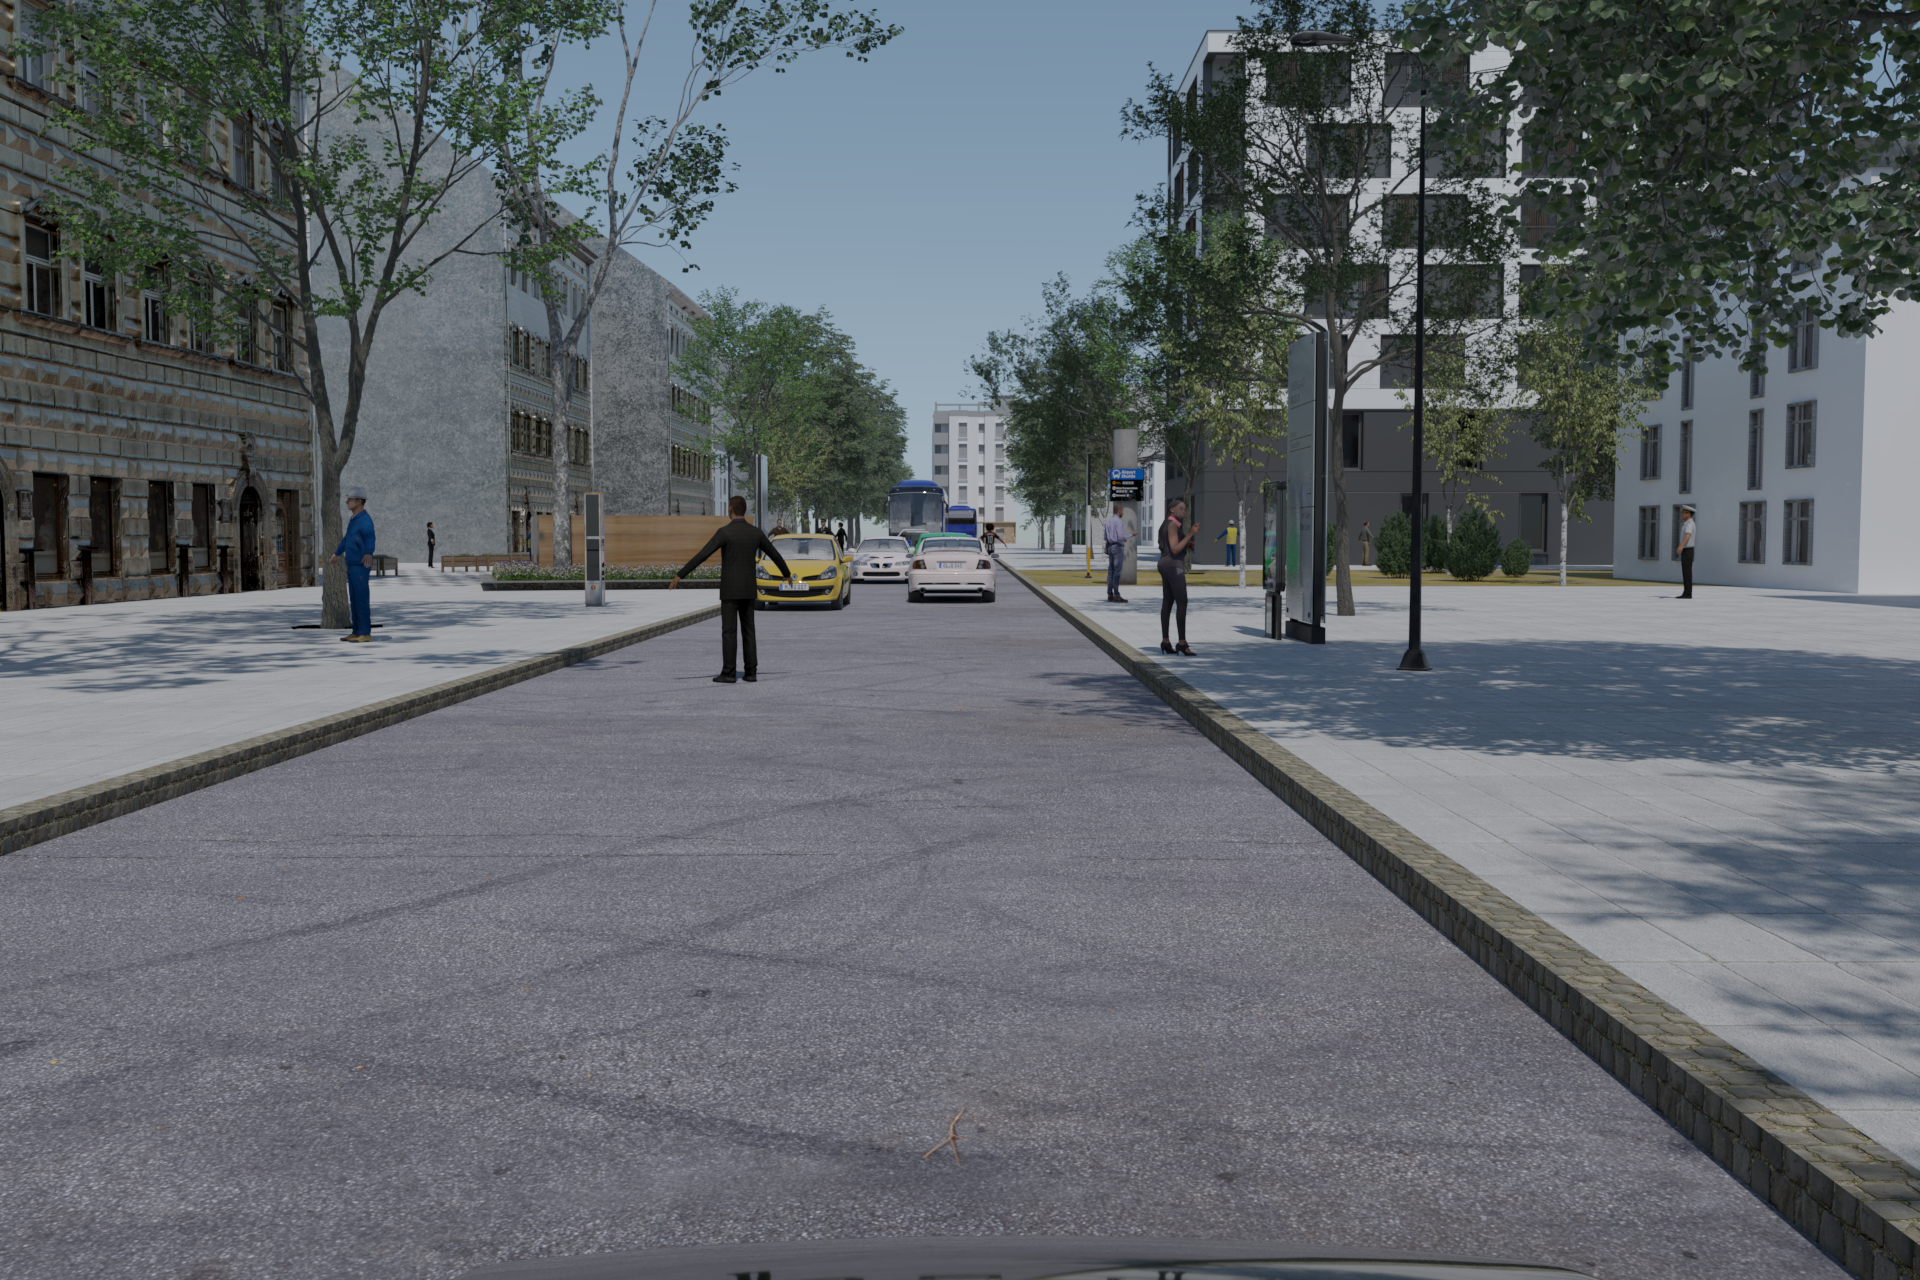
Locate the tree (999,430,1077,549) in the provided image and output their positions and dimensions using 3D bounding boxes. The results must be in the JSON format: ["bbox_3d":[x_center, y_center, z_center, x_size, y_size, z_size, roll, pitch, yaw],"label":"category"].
[{"bbox_3d":[7.144,-13.585,147.877,9.928,11.665,9.643,0,3,0],"label":"tree"}]

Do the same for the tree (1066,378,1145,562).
[{"bbox_3d":[6.524,-7.858,78.835,4.360,8.622,3.978,0,3,0],"label":"tree"}]

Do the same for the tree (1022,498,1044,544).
[{"bbox_3d":[11.027,-17.298,233.180,4.360,8.622,3.978,0,3,0],"label":"tree"}]

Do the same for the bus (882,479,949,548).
[{"bbox_3d":[-1.908,-5.514,81.695,2.896,3.916,12.251,0,4,0],"label":"bus"}]

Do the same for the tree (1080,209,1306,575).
[{"bbox_3d":[7.354,-7.897,54.870,9.928,11.665,9.643,0,3,0],"label":"tree"}]

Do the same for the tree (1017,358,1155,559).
[{"bbox_3d":[6.339,-9.375,87.701,7.601,10.594,8.767,0,4,7],"label":"tree"}]

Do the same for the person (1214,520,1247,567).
[{"bbox_3d":[10.675,-3.809,68.241,1.349,1.833,0.705,-1,4,-9],"label":"person"}]

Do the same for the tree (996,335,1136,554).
[{"bbox_3d":[6.810,-12.408,109.524,9.857,13.997,8.962,0,3,0],"label":"tree"}]

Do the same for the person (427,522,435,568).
[{"bbox_3d":[-19.844,-3.578,65.219,0.721,1.740,1.216,-1,4,-15],"label":"person"}]

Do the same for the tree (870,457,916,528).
[{"bbox_3d":[-8.839,-19.407,235.432,7.486,12.596,7.792,0,3,0],"label":"tree"}]

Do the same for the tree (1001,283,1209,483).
[{"bbox_3d":[5.827,-7.961,64.568,7.601,10.594,8.767,2,4,34],"label":"tree"}]

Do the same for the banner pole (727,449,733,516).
[{"bbox_3d":[-6.822,-3.762,51.524,0.401,3.779,0.863,0,4,2],"label":"banner pole"}]

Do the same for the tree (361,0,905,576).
[{"bbox_3d":[-8.044,-11.200,39.015,12.611,20.169,13.585,0,3,0],"label":"tree"}]

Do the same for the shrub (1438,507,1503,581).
[{"bbox_3d":[13.859,-2.604,46.998,1.690,2.028,1.600,0,3,0],"label":"shrub"}]

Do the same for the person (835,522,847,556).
[{"bbox_3d":[-5.266,-4.277,76.121,0.705,1.806,1.347,2,4,26],"label":"person"}]

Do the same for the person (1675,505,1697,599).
[{"bbox_3d":[14.398,-1.747,34.360,0.704,1.855,1.343,2,4,27],"label":"person"}]

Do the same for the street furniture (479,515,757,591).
[{"bbox_3d":[-9.231,-2.161,42.186,9.812,1.723,11.010,-1,4,-16],"label":"street furniture"}]

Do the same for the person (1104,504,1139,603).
[{"bbox_3d":[3.044,-1.630,32.565,0.599,1.838,0.709,-2,4,-24],"label":"person"}]

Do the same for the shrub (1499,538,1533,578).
[{"bbox_3d":[16.425,-2.450,51.167,1.383,1.207,1.383,0,3,0],"label":"shrub"}]

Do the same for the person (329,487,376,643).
[{"bbox_3d":[-7.169,-0.898,20.558,0.705,1.842,1.347,-3,4,-37],"label":"person"}]

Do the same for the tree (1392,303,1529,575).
[{"bbox_3d":[15.395,-6.340,54.022,4.737,8.622,4.395,0,3,0],"label":"tree"}]

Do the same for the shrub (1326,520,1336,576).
[{"bbox_3d":[9.879,-2.727,48.632,1.661,2.075,1.752,0,3,0],"label":"shrub"}]

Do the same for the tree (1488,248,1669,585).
[{"bbox_3d":[15.329,-5.670,43.060,4.737,8.622,4.395,0,3,0],"label":"tree"}]

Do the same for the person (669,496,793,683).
[{"bbox_3d":[-2.161,-0.493,16.750,1.346,1.802,0.704,-3,4,-37],"label":"person"}]

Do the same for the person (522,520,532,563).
[{"bbox_3d":[-13.084,-2.835,52.820,0.721,1.772,1.216,0,4,6],"label":"person"}]

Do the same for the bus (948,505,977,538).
[{"bbox_3d":[0.021,-9.552,147.714,2.896,3.916,12.251,0,4,-1],"label":"bus"}]

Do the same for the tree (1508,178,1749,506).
[{"bbox_3d":[23.725,-9.362,59.723,9.857,13.997,8.962,0,3,0],"label":"tree"}]

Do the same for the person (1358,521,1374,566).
[{"bbox_3d":[16.321,-3.868,69.512,0.705,1.796,1.348,-1,4,-18],"label":"person"}]

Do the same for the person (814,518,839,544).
[{"bbox_3d":[-4.762,-3.321,60.230,1.347,1.837,0.705,2,4,27],"label":"person"}]

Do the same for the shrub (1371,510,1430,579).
[{"bbox_3d":[12.705,-2.786,49.979,1.690,2.028,1.600,0,3,0],"label":"shrub"}]

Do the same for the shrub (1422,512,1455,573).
[{"bbox_3d":[15.806,-3.241,57.411,1.690,2.028,1.600,0,3,0],"label":"shrub"}]

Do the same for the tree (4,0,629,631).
[{"bbox_3d":[-8.423,-5.969,23.348,9.928,11.665,9.643,0,3,0],"label":"tree"}]

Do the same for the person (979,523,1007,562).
[{"bbox_3d":[1.055,-3.270,62.068,1.345,1.843,0.704,-1,4,-9],"label":"person"}]

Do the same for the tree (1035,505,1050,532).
[{"bbox_3d":[12.272,-17.606,238.213,4.737,8.622,4.395,0,3,0],"label":"tree"}]

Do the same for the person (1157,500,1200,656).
[{"bbox_3d":[2.343,-0.665,18.389,0.593,1.643,0.415,3,5,41],"label":"person"}]

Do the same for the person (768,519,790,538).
[{"bbox_3d":[-6.348,-3.355,60.993,1.346,1.812,0.704,-1,4,-14],"label":"person"}]

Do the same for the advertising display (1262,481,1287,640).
[{"bbox_3d":[3.861,-0.984,21.302,0.123,1.923,0.974,0,4,0],"label":"advertising display"}]
